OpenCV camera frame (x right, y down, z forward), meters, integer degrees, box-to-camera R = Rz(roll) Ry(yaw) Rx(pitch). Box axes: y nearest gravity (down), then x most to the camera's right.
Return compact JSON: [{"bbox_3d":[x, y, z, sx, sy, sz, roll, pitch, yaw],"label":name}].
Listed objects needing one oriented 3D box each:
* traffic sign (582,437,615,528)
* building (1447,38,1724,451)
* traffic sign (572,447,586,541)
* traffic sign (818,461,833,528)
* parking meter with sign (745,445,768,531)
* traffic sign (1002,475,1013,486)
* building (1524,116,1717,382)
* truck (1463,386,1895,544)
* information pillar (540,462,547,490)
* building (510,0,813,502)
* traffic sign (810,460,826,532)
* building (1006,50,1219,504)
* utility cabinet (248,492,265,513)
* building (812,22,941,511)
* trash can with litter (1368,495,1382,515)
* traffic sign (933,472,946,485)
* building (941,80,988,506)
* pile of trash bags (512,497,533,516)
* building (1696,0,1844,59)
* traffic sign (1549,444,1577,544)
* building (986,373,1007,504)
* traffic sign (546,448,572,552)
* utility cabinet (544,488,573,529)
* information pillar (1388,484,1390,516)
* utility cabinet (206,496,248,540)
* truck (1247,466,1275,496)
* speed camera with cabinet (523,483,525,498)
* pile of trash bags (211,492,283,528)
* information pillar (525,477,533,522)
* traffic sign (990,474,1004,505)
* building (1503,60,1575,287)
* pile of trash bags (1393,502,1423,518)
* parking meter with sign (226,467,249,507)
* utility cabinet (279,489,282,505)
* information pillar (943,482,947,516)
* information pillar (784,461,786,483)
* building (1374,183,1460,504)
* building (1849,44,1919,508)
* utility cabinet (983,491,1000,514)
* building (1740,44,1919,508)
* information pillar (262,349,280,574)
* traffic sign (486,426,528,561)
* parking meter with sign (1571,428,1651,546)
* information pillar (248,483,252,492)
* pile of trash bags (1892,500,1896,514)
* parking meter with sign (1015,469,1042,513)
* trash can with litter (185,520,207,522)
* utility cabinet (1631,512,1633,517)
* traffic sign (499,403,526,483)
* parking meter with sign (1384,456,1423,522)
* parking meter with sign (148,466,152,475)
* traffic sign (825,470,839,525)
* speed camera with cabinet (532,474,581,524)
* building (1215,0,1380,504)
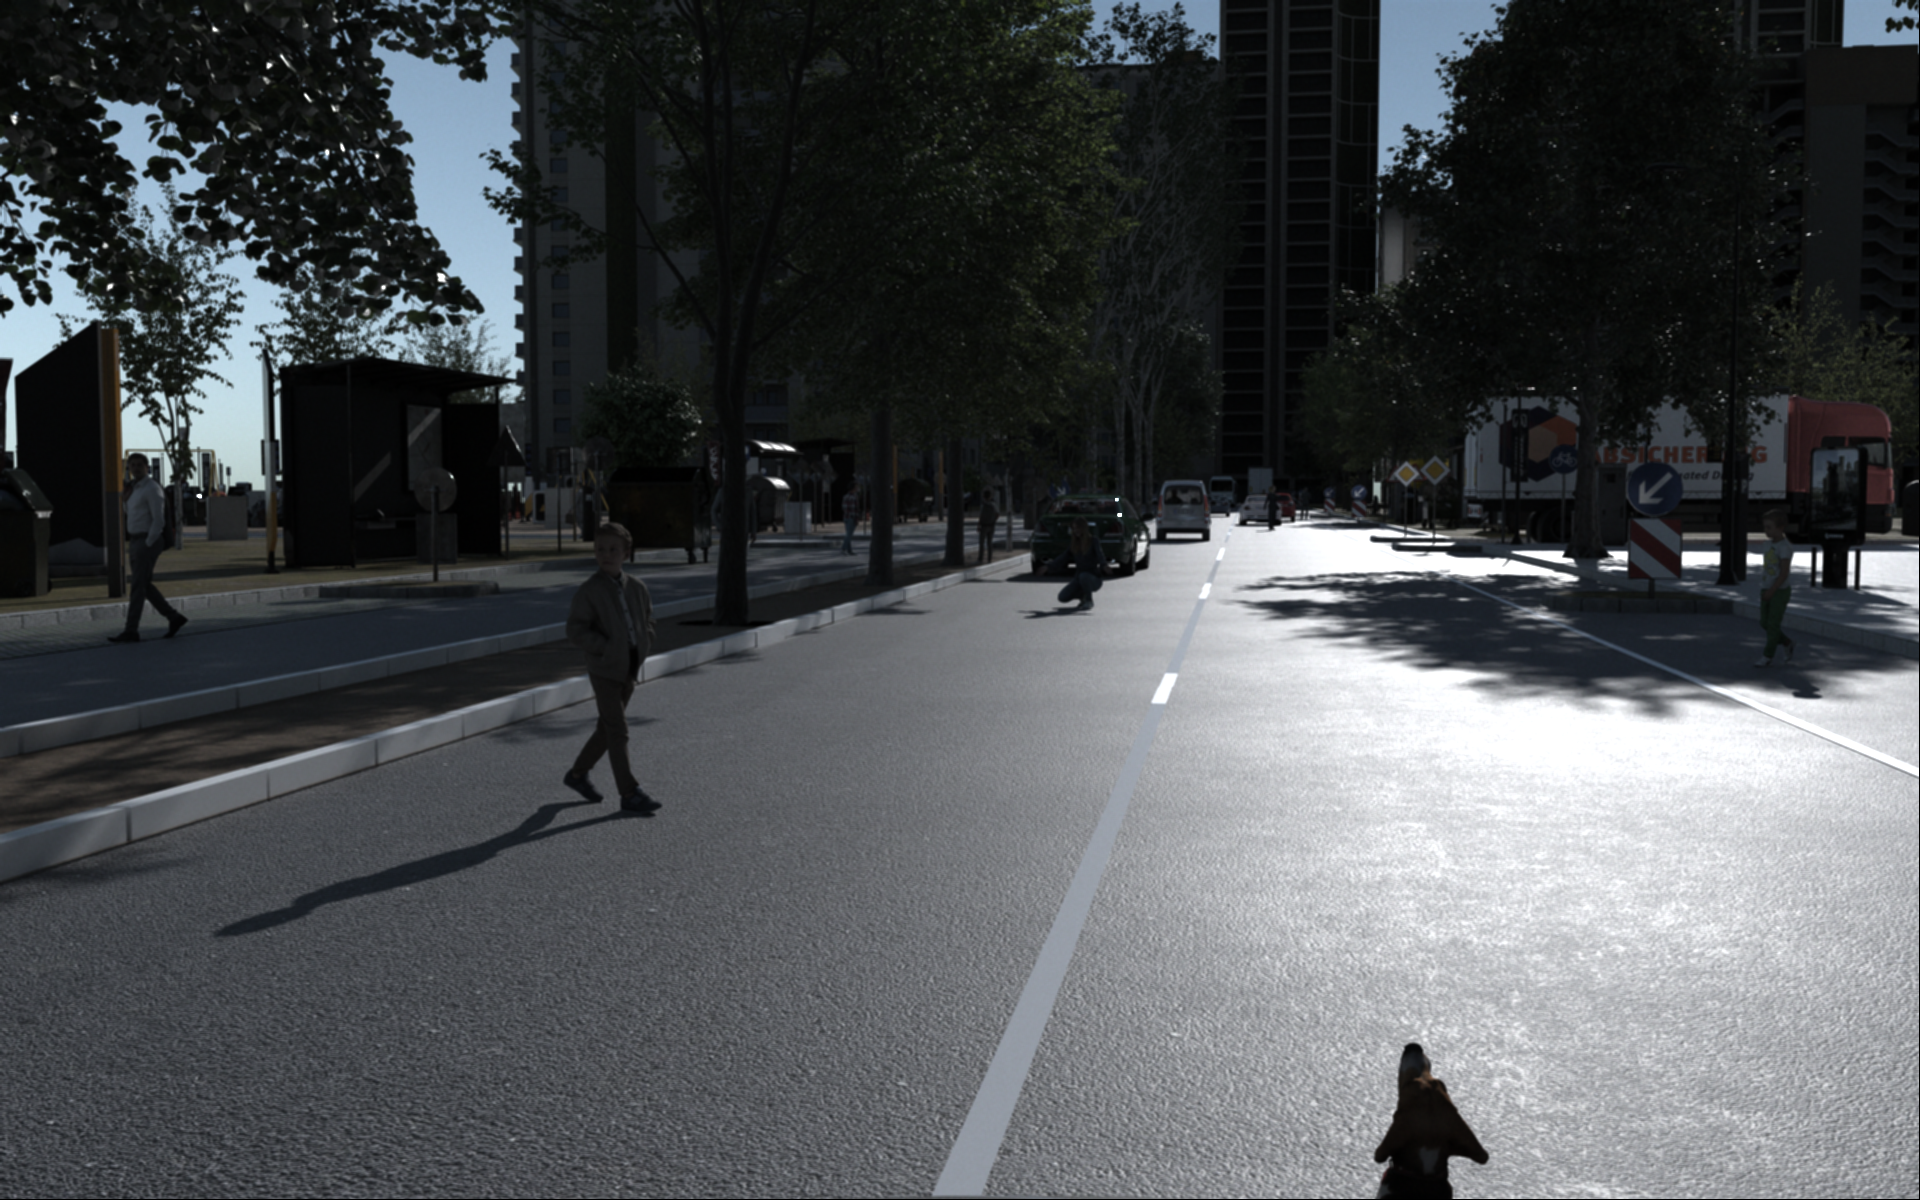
[{"bbox_3d":[-8.018,-2.339,38.346,0.768,2.556,0.104,1,4,11],"label":"traffic sign"},{"bbox_3d":[59.640,-31.408,168.148,22.147,44.769,28.867,1,4,9],"label":"building"},{"bbox_3d":[-10.528,-2.885,47.275,0.768,2.556,0.104,1,4,15],"label":"traffic sign"},{"bbox_3d":[-5.222,-4.027,65.950,0.768,2.556,0.104,1,4,16],"label":"traffic sign"},{"bbox_3d":[-7.289,-3.959,60.983,0.543,3.016,1.738,-2,4,-32],"label":"parking meter with sign"},{"bbox_3d":[3.087,-6.876,112.527,0.768,2.556,0.104,1,4,10],"label":"traffic sign"},{"bbox_3d":[50.579,-22.148,133.814,14.160,30.474,14.107,1,4,9],"label":"building"},{"bbox_3d":[19.508,-3.529,46.612,11.283,4.237,2.839,1,4,9],"label":"truck"},{"bbox_3d":[-29.872,-8.122,124.145,0.504,3.616,0.183,0,4,3],"label":"information pillar"},{"bbox_3d":[-32.737,-39.518,188.118,28.212,58.520,21.231,1,4,9],"label":"building"},{"bbox_3d":[-4.933,-3.537,59.012,0.795,2.450,0.064,1,4,15],"label":"traffic sign"},{"bbox_3d":[20.837,-42.397,235.186,28.212,58.520,21.231,1,4,9],"label":"building"},{"bbox_3d":[-44.231,-6.148,109.204,1.173,1.500,0.318,-1,4,-10],"label":"utility cabinet"},{"bbox_3d":[-14.362,-36.947,146.089,21.231,58.520,28.212,1,4,9],"label":"building"},{"bbox_3d":[24.934,-5.724,104.648,1.678,1.210,2.233,2,4,25],"label":"trash can with litter"},{"bbox_3d":[-1.139,-5.939,97.201,0.768,2.556,0.104,1,4,19],"label":"traffic sign"},{"bbox_3d":[-8.554,-45.551,183.004,20.611,71.187,20.563,1,4,9],"label":"building"},{"bbox_3d":[-25.473,-5.709,103.096,3.447,1.369,1.912,1,4,22],"label":"pile of trash bags"},{"bbox_3d":[100.923,-47.934,221.977,20.611,71.187,20.563,1,4,9],"label":"building"},{"bbox_3d":[15.484,-2.711,44.427,0.768,2.556,0.104,1,4,11],"label":"traffic sign"},{"bbox_3d":[-5.952,-40.052,244.092,27.495,52.752,28.713,1,4,9],"label":"building"},{"bbox_3d":[-8.839,-2.205,38.174,0.606,2.300,0.079,1,4,13],"label":"traffic sign"},{"bbox_3d":[-14.477,-3.306,62.732,1.173,1.500,0.318,2,4,26],"label":"utility cabinet"},{"bbox_3d":[24.678,-5.781,99.006,0.304,2.012,0.304,-3,5,-44],"label":"information pillar"},{"bbox_3d":[-20.457,-2.273,48.332,1.020,1.237,0.306,-3,5,-39],"label":"utility cabinet"},{"bbox_3d":[31.070,-11.621,178.919,2.839,4.237,11.283,1,4,10],"label":"truck"},{"bbox_3d":[-29.993,-7.827,122.303,2.038,3.252,0.660,2,4,35],"label":"speed camera with cabinet"},{"bbox_3d":[-27.130,-3.447,66.114,1.912,1.369,3.447,2,4,24],"label":"pile of trash bags"},{"bbox_3d":[-20.136,-5.471,80.798,0.504,3.616,0.183,3,4,37],"label":"information pillar"},{"bbox_3d":[2.315,-6.663,108.936,0.884,2.594,0.081,1,4,19],"label":"traffic sign"},{"bbox_3d":[52.950,-28.381,147.630,14.154,41.232,14.086,1,4,9],"label":"building"},{"bbox_3d":[23.633,-4.910,90.035,1.912,1.369,3.447,1,4,9],"label":"pile of trash bags"},{"bbox_3d":[-46.191,-7.047,111.476,1.738,3.016,0.543,0,4,-6],"label":"parking meter with sign"},{"bbox_3d":[-39.194,-5.591,100.087,0.318,1.500,1.173,-2,4,-34],"label":"utility cabinet"},{"bbox_3d":[-0.904,-5.809,99.467,0.304,2.012,0.304,-2,4,-30],"label":"information pillar"},{"bbox_3d":[-11.145,-7.227,109.519,0.183,3.616,0.504,1,4,17],"label":"information pillar"},{"bbox_3d":[61.878,-33.179,226.077,14.086,41.232,14.154,1,4,9],"label":"building"},{"bbox_3d":[97.987,-31.788,169.840,14.200,45.320,14.600,1,4,9],"label":"building"},{"bbox_3d":[2.061,-6.362,112.695,1.173,1.500,0.318,3,5,44],"label":"utility cabinet"},{"bbox_3d":[83.900,-31.900,171.680,14.200,45.320,14.600,1,4,9],"label":"building"},{"bbox_3d":[-11.072,-2.228,27.784,0.183,3.616,0.504,-2,4,-32],"label":"information pillar"},{"bbox_3d":[-8.719,-2.036,33.301,0.884,2.594,0.081,1,4,16],"label":"traffic sign"},{"bbox_3d":[16.110,-2.853,42.914,1.738,3.016,0.543,1,4,11],"label":"parking meter with sign"},{"bbox_3d":[-47.862,-6.861,116.673,0.304,2.012,0.304,-2,4,-30],"label":"information pillar"},{"bbox_3d":[57.938,-6.161,110.482,3.447,1.369,1.912,3,5,41],"label":"pile of trash bags"},{"bbox_3d":[4.574,-7.338,116.232,1.738,3.016,0.543,1,4,9],"label":"parking meter with sign"},{"bbox_3d":[-34.954,-4.133,78.629,1.678,1.210,2.233,1,4,18],"label":"trash can with litter"},{"bbox_3d":[25.635,-3.455,65.170,1.173,1.500,0.318,2,4,34],"label":"utility cabinet"},{"bbox_3d":[-10.846,-2.763,39.046,2.265,3.308,0.079,1,4,14],"label":"traffic sign"},{"bbox_3d":[20.341,-5.088,79.449,1.738,3.016,0.543,1,4,17],"label":"parking meter with sign"},{"bbox_3d":[-50.118,-6.731,106.320,0.543,3.016,1.738,-3,4,-39],"label":"parking meter with sign"},{"bbox_3d":[-5.364,-4.291,71.336,0.795,2.450,0.064,1,4,12],"label":"traffic sign"},{"bbox_3d":[-17.450,-4.930,74.942,2.038,3.252,0.660,-1,4,-10],"label":"speed camera with cabinet"},{"bbox_3d":[44.875,-48.458,230.543,20.611,71.187,20.563,1,4,9],"label":"building"}]
